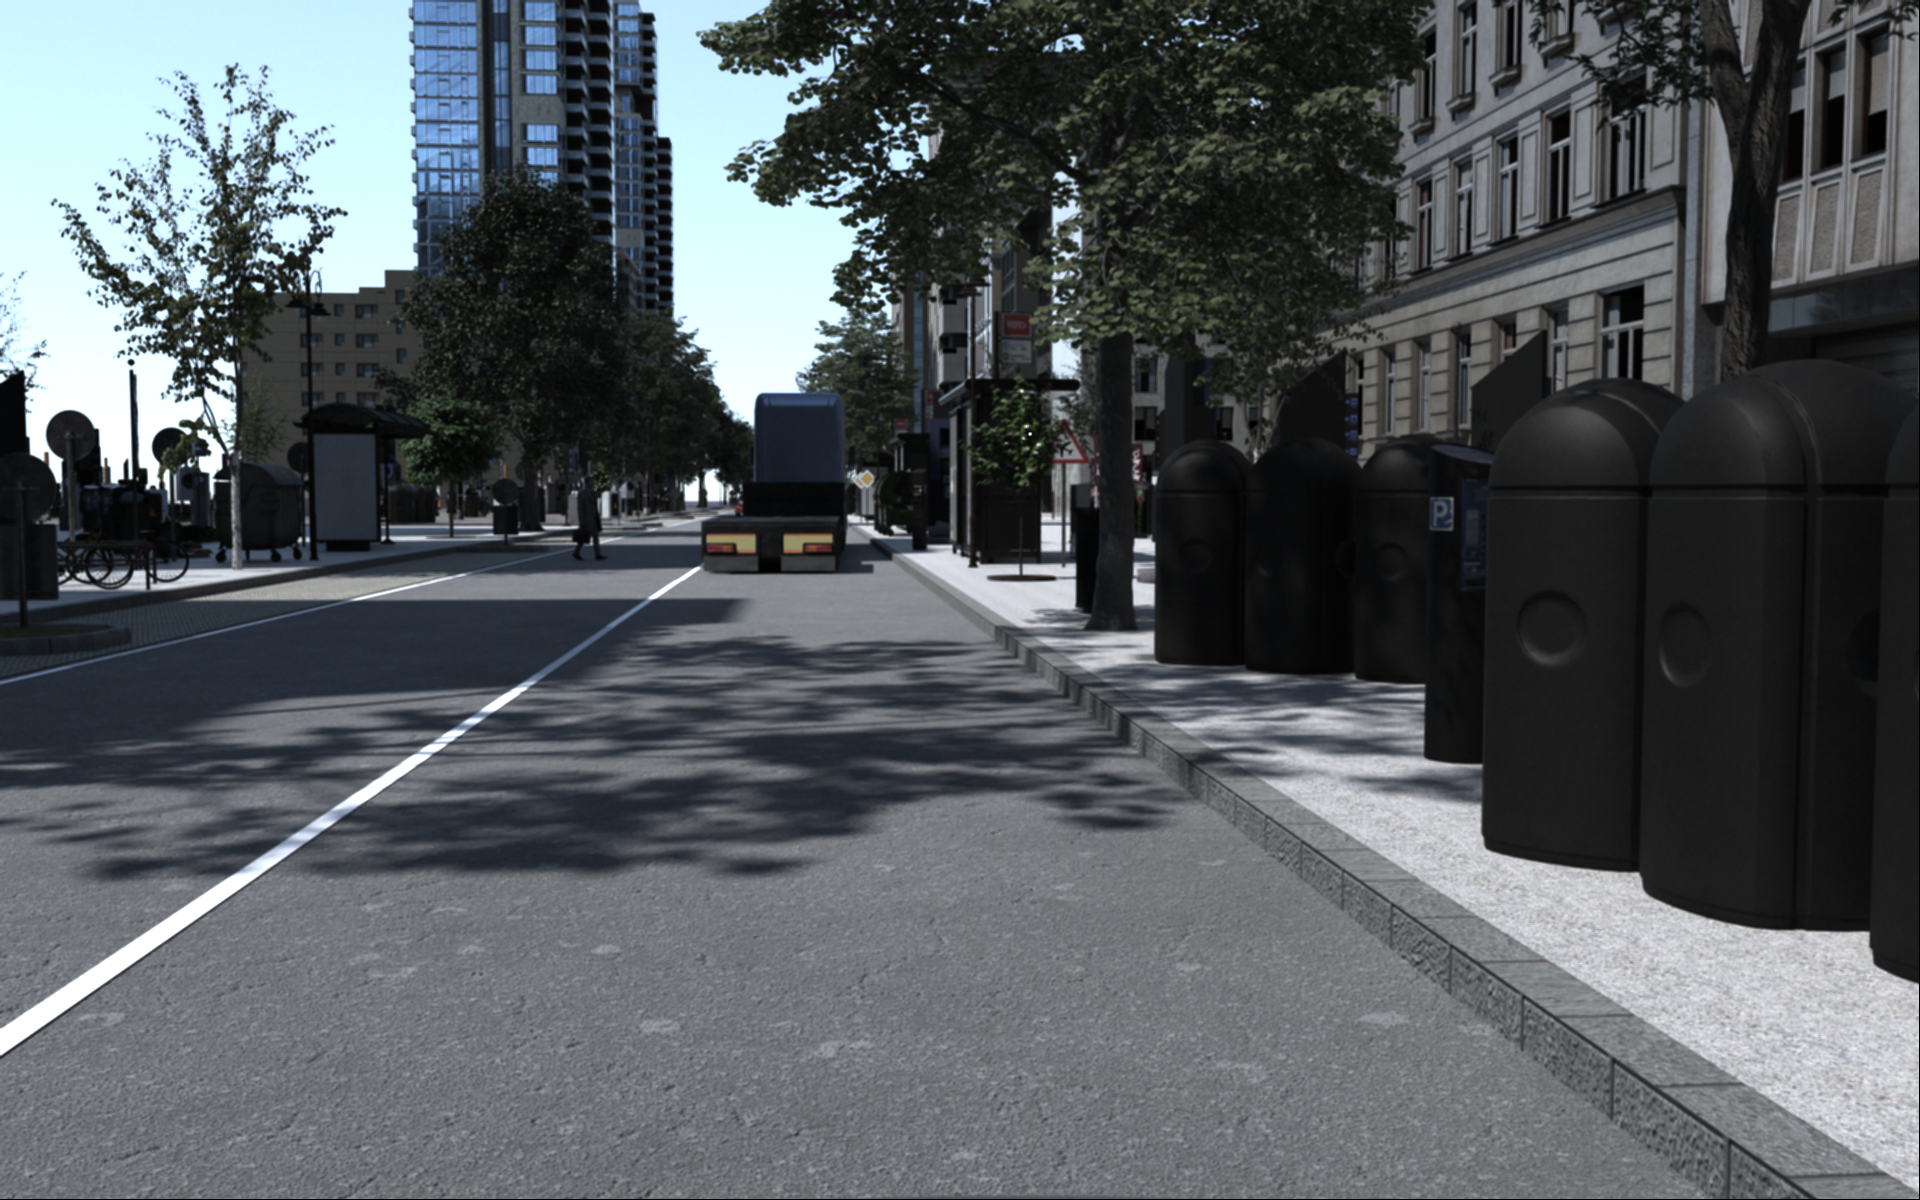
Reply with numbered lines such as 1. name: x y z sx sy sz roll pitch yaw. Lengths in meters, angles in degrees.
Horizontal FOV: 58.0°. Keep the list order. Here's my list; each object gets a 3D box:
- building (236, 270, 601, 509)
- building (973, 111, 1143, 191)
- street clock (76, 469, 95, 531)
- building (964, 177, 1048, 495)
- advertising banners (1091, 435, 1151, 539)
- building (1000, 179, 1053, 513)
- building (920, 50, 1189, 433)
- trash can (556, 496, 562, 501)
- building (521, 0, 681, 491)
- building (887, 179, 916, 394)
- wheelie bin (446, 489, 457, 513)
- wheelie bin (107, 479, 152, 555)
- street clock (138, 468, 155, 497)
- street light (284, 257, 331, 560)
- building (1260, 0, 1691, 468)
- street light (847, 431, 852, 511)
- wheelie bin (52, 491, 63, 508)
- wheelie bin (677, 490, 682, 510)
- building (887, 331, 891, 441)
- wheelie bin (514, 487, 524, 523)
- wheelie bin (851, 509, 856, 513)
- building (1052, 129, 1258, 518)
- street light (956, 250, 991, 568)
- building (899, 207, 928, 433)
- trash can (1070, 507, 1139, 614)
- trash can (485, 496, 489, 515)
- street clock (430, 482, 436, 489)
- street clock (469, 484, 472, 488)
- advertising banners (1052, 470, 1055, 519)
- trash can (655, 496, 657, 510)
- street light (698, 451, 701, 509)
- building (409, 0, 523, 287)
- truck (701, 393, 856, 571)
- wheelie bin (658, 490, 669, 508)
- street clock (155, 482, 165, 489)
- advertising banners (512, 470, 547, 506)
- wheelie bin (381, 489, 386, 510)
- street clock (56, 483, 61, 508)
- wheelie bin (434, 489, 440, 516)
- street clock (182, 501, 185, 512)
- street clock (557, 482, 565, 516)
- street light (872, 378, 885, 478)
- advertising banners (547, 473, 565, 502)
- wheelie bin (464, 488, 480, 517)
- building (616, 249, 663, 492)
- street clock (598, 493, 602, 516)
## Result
1. building: -49.385 -19.486 163.640 27.650 21.520 28.899 0 4 -5
2. building: 14.402 -29.819 179.426 32.217 40.220 23.993 0 4 -5
3. street clock: -25.153 -2.770 49.856 0.471 2.002 0.358 -1 4 -21
4. building: 7.719 -21.892 143.838 13.634 28.700 20.117 0 4 -5
5. advertising banners: 4.685 -3.313 50.354 2.074 3.025 0.090 3 5 43
6. building: 11.305 -18.347 119.042 14.314 24.678 30.058 0 4 -5
7. building: 10.514 -37.636 204.590 28.713 52.752 27.495 0 4 -5
8. trash can: -28.656 -6.827 123.276 0.748 1.137 0.748 0 3 0
9. building: -56.836 -59.306 282.316 22.319 86.520 31.000 0 4 -5
10. building: 2.749 -42.515 284.362 28.713 52.752 27.495 0 4 -5
11. wheelie bin: -33.804 -6.569 115.304 0.693 1.594 0.980 0 4 1
12. wheelie bin: -17.699 -1.774 36.918 0.980 1.594 0.693 2 4 30
13. street clock: -22.667 -2.661 48.085 0.358 2.002 0.471 -1 4 -22
14. street light: -12.552 -3.712 33.480 0.468 5.910 1.993 0 4 -5
15. building: 18.635 -12.950 45.014 16.112 22.955 30.059 0 4 -5
16. street light: -7.162 -8.554 112.641 0.468 5.910 1.993 0 4 -5
17. wheelie bin: -62.635 -6.869 120.216 0.693 1.594 0.980 -1 4 -13
18. wheelie bin: -21.903 -7.789 135.264 0.693 1.594 0.980 0 4 3
19. building: -6.010 -32.641 305.376 14.160 30.474 14.107 0 4 -5
20. wheelie bin: -19.657 -4.298 78.179 0.980 1.594 0.693 -2 4 -27
21. wheelie bin: -7.243 -6.577 115.439 0.980 1.594 0.693 -1 4 -18
22. building: 14.120 -14.666 94.539 16.860 20.320 10.420 0 4 -5
23. street light: 0.229 -3.506 30.114 0.468 5.910 1.993 0 4 -5
24. building: -2.038 -37.503 263.277 14.600 45.320 14.200 0 4 -5
25. trash can: 1.554 -0.430 18.683 0.748 1.137 0.748 0 3 0
26. trash can: -29.157 -5.761 105.852 0.748 1.137 0.748 0 3 0
27. street clock: -32.633 -6.270 107.084 0.471 2.002 0.358 0 4 -2
28. street clock: -35.173 -7.305 124.010 0.358 2.002 0.471 1 4 22
29. advertising banners: 4.804 -5.675 88.968 0.090 3.025 2.074 0 3 0
30. trash can: -20.545 -6.344 115.373 0.748 1.137 0.748 0 3 0
31. street light: -23.022 -11.026 153.067 0.468 5.910 1.993 0 4 -5
32. building: -48.866 -53.770 191.814 22.319 86.520 31.000 0 4 -5
33. truck: -3.932 -3.083 40.173 2.967 4.110 18.799 0 4 -3
34. wheelie bin: -24.778 -8.373 144.808 0.980 1.594 0.693 -1 4 -11
35. street clock: -46.335 -5.875 100.623 0.358 2.002 0.471 -1 4 -10
36. advertising banners: -26.291 -6.662 105.113 2.074 3.025 0.090 0 4 0
37. wheelie bin: -33.912 -5.713 101.323 0.980 1.594 0.693 -3 4 -37
38. street clock: -58.262 -6.566 111.921 0.358 2.002 0.471 -1 4 -16
39. wheelie bin: -30.557 -5.634 100.031 0.693 1.594 0.980 3 5 40
40. street clock: -43.282 -5.616 96.392 0.358 2.002 0.471 -1 4 -16
41. street clock: -23.672 -6.041 103.341 0.358 2.002 0.471 2 4 34
42. street light: -3.266 -5.895 69.177 0.468 5.910 1.993 0 4 -5
43. advertising banners: -33.284 -8.995 143.258 2.074 3.025 0.090 1 4 15
44. wheelie bin: -26.815 -5.339 95.203 0.693 1.594 0.980 2 4 29
45. building: -60.467 -34.432 254.843 32.217 40.220 23.993 0 4 -5
46. street clock: -21.100 -5.948 101.824 0.471 2.002 0.358 0 4 -1
